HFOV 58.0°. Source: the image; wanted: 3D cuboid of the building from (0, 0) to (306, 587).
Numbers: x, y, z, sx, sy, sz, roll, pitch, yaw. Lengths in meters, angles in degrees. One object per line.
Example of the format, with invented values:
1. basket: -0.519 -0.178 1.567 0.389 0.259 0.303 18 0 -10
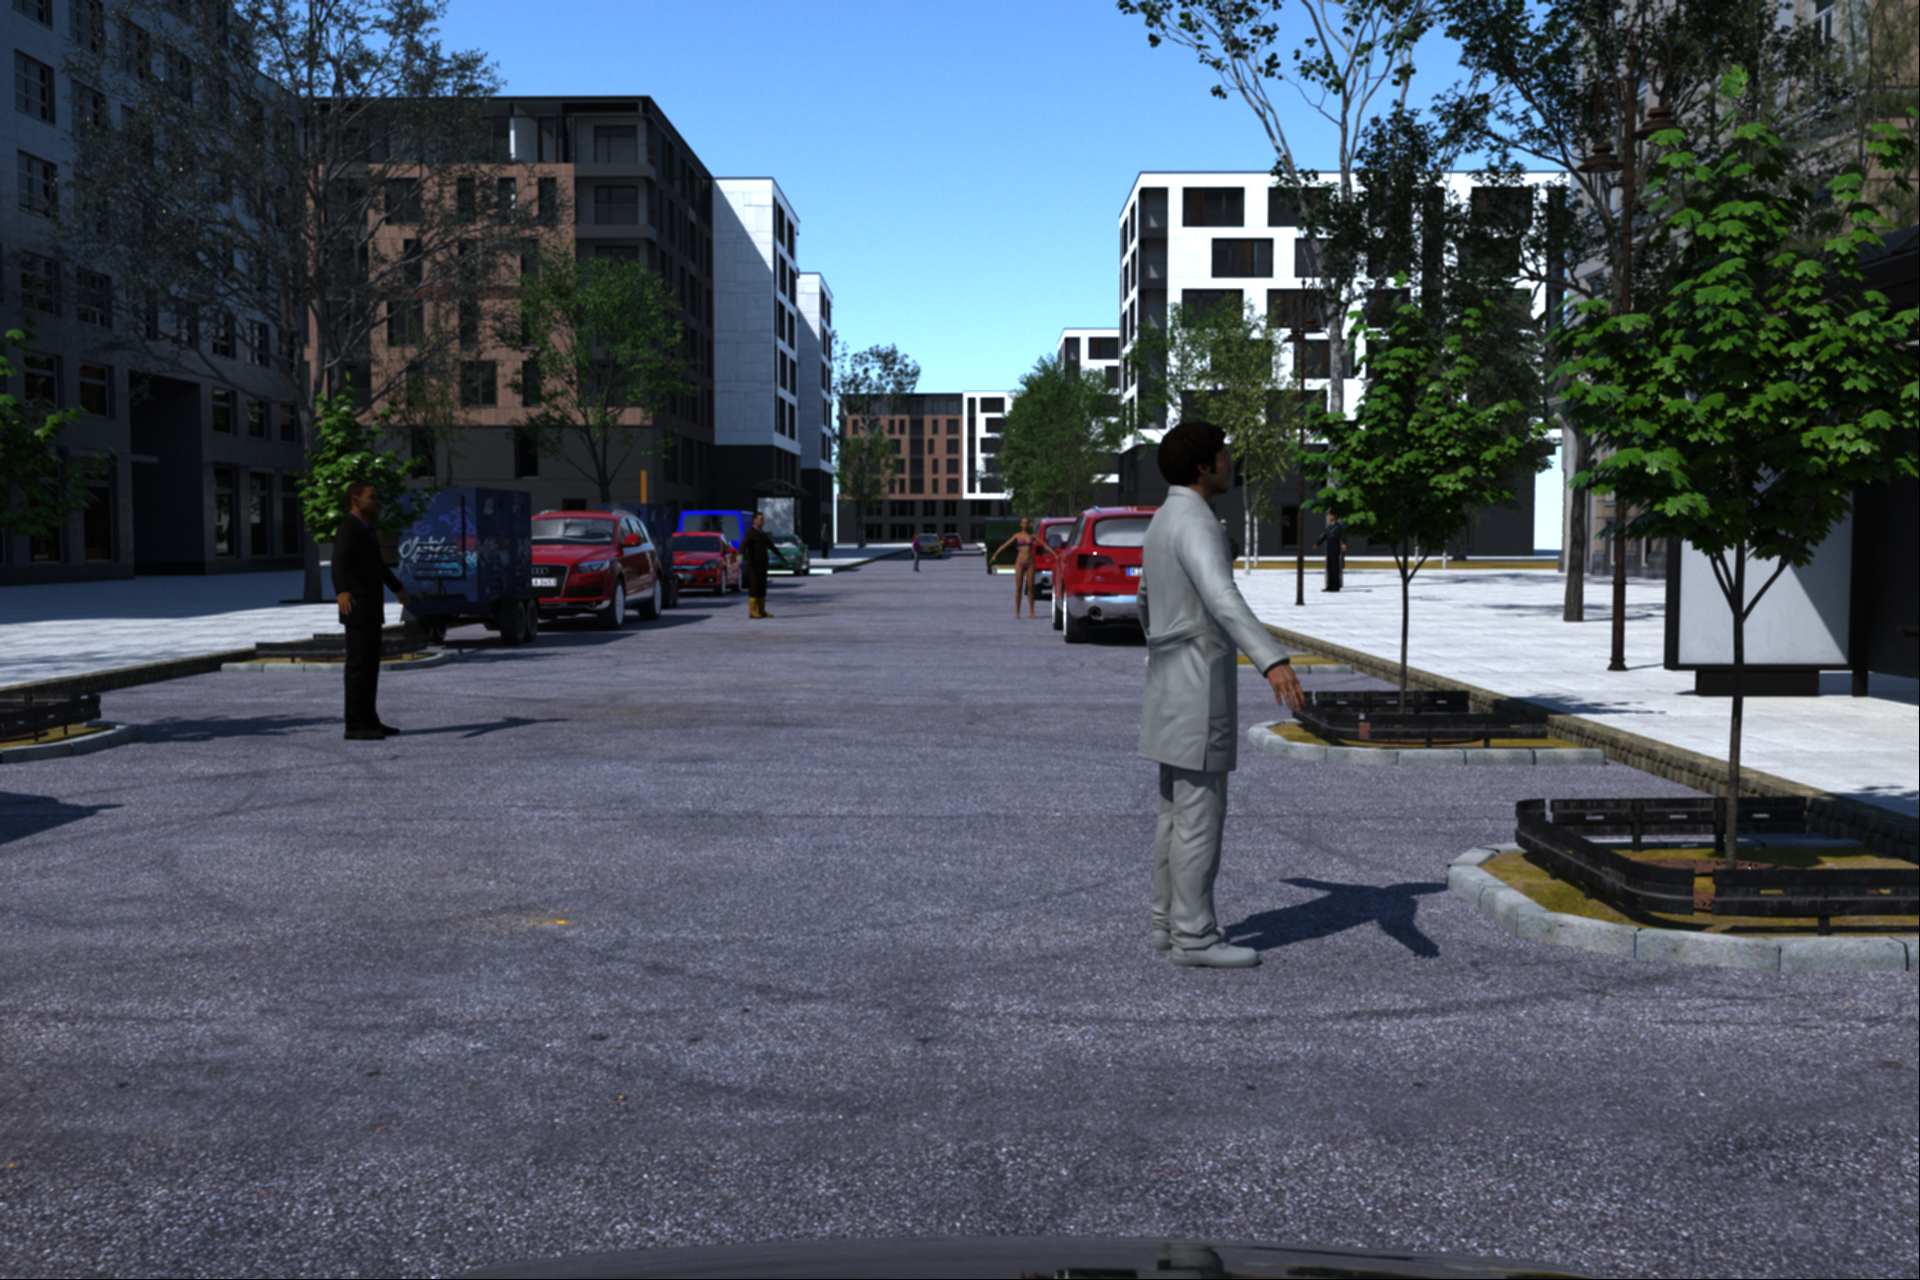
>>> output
1. building: -28.236 -14.201 50.593 11.959 24.771 22.079 0 4 0

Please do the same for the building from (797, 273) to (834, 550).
1. building: -24.870 -17.701 133.393 27.936 21.610 32.646 0 3 0

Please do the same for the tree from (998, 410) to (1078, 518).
1. tree: 6.749 -13.333 136.115 7.486 12.596 7.792 0 3 0

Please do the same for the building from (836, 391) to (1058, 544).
1. building: -1.106 -25.275 259.671 32.646 21.610 27.936 0 4 3

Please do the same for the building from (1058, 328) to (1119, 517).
1. building: 24.430 -21.051 188.161 27.936 21.610 32.646 0 4 1

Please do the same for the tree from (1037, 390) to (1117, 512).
1. tree: 5.677 -8.527 89.775 4.360 8.622 3.978 0 3 0

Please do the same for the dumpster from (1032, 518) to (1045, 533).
1. dumpster: 2.789 -2.253 45.048 1.865 1.857 1.264 0 4 -1

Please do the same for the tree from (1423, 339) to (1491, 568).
1. tree: 18.332 -7.024 65.207 4.360 8.622 3.978 0 3 0

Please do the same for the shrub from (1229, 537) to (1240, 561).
1. shrub: 12.264 -4.149 78.961 1.383 1.207 1.383 0 3 0

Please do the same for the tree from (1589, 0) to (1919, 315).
1. tree: 8.891 -4.068 16.868 4.360 8.622 3.978 0 3 0

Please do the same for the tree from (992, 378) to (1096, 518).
1. tree: 5.994 -12.538 123.119 7.486 12.596 7.792 0 3 0

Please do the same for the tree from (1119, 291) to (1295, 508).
1. tree: 10.747 -9.168 75.655 9.928 11.665 9.643 0 3 0

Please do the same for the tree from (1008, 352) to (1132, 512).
1. tree: 6.326 -10.650 99.890 9.928 11.665 9.643 0 3 0

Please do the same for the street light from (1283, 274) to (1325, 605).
1. street light: 6.132 -3.564 31.062 0.468 5.910 1.993 0 3 0

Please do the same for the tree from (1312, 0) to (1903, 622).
1. tree: 8.785 -5.528 24.796 8.767 10.594 7.601 2 4 33

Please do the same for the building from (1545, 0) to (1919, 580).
1. building: 26.010 -15.969 47.001 13.634 28.700 20.117 0 4 1

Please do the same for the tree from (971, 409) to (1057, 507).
1. tree: 6.178 -15.483 163.517 12.009 13.543 11.850 0 3 0

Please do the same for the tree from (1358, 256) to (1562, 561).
1. tree: 23.591 -10.679 81.259 9.857 13.997 8.962 0 3 0

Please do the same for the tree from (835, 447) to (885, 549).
1. tree: -8.861 -12.038 147.189 4.360 8.622 3.978 0 3 0

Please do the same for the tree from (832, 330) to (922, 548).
1. tree: -10.216 -18.522 158.721 12.611 20.169 13.585 0 3 0

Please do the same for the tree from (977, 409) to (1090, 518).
1. tree: 6.272 -14.554 148.322 12.009 13.543 11.850 0 3 0

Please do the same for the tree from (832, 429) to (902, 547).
1. tree: -9.250 -14.918 169.672 9.928 11.665 9.643 0 3 0

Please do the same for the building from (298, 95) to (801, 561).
1. building: -24.686 -15.511 97.572 27.936 21.610 32.646 0 4 1

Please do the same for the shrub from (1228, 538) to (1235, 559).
1. shrub: 10.640 -3.610 70.139 1.383 1.207 1.383 0 3 0

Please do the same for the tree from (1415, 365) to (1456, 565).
1. tree: 19.176 -7.438 71.980 4.360 8.622 3.978 0 3 0

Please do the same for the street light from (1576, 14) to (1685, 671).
1. street light: 6.185 -2.650 16.115 0.468 5.910 1.993 0 4 1

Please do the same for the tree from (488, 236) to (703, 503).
1. tree: -12.626 -8.278 61.093 9.928 11.665 9.643 0 3 0

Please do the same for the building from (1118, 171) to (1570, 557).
1. building: 24.208 -16.522 114.106 27.936 21.610 32.646 0 4 0

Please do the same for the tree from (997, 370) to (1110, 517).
1. tree: 5.987 -11.290 110.343 9.928 11.665 9.643 0 3 0

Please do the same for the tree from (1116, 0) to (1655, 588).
1. tree: 10.231 -11.262 40.023 12.611 20.169 13.585 0 3 0

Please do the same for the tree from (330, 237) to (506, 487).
1. tree: -12.766 -5.672 43.092 4.360 8.622 3.978 0 3 0

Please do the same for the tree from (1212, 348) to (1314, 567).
1. tree: 11.476 -7.190 67.915 4.360 8.622 3.978 0 3 0

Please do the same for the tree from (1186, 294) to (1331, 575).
1. tree: 9.202 -6.324 53.755 4.737 8.622 4.395 0 3 0

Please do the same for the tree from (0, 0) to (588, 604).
1. tree: -12.027 -7.441 32.035 12.009 13.543 11.850 0 3 0
